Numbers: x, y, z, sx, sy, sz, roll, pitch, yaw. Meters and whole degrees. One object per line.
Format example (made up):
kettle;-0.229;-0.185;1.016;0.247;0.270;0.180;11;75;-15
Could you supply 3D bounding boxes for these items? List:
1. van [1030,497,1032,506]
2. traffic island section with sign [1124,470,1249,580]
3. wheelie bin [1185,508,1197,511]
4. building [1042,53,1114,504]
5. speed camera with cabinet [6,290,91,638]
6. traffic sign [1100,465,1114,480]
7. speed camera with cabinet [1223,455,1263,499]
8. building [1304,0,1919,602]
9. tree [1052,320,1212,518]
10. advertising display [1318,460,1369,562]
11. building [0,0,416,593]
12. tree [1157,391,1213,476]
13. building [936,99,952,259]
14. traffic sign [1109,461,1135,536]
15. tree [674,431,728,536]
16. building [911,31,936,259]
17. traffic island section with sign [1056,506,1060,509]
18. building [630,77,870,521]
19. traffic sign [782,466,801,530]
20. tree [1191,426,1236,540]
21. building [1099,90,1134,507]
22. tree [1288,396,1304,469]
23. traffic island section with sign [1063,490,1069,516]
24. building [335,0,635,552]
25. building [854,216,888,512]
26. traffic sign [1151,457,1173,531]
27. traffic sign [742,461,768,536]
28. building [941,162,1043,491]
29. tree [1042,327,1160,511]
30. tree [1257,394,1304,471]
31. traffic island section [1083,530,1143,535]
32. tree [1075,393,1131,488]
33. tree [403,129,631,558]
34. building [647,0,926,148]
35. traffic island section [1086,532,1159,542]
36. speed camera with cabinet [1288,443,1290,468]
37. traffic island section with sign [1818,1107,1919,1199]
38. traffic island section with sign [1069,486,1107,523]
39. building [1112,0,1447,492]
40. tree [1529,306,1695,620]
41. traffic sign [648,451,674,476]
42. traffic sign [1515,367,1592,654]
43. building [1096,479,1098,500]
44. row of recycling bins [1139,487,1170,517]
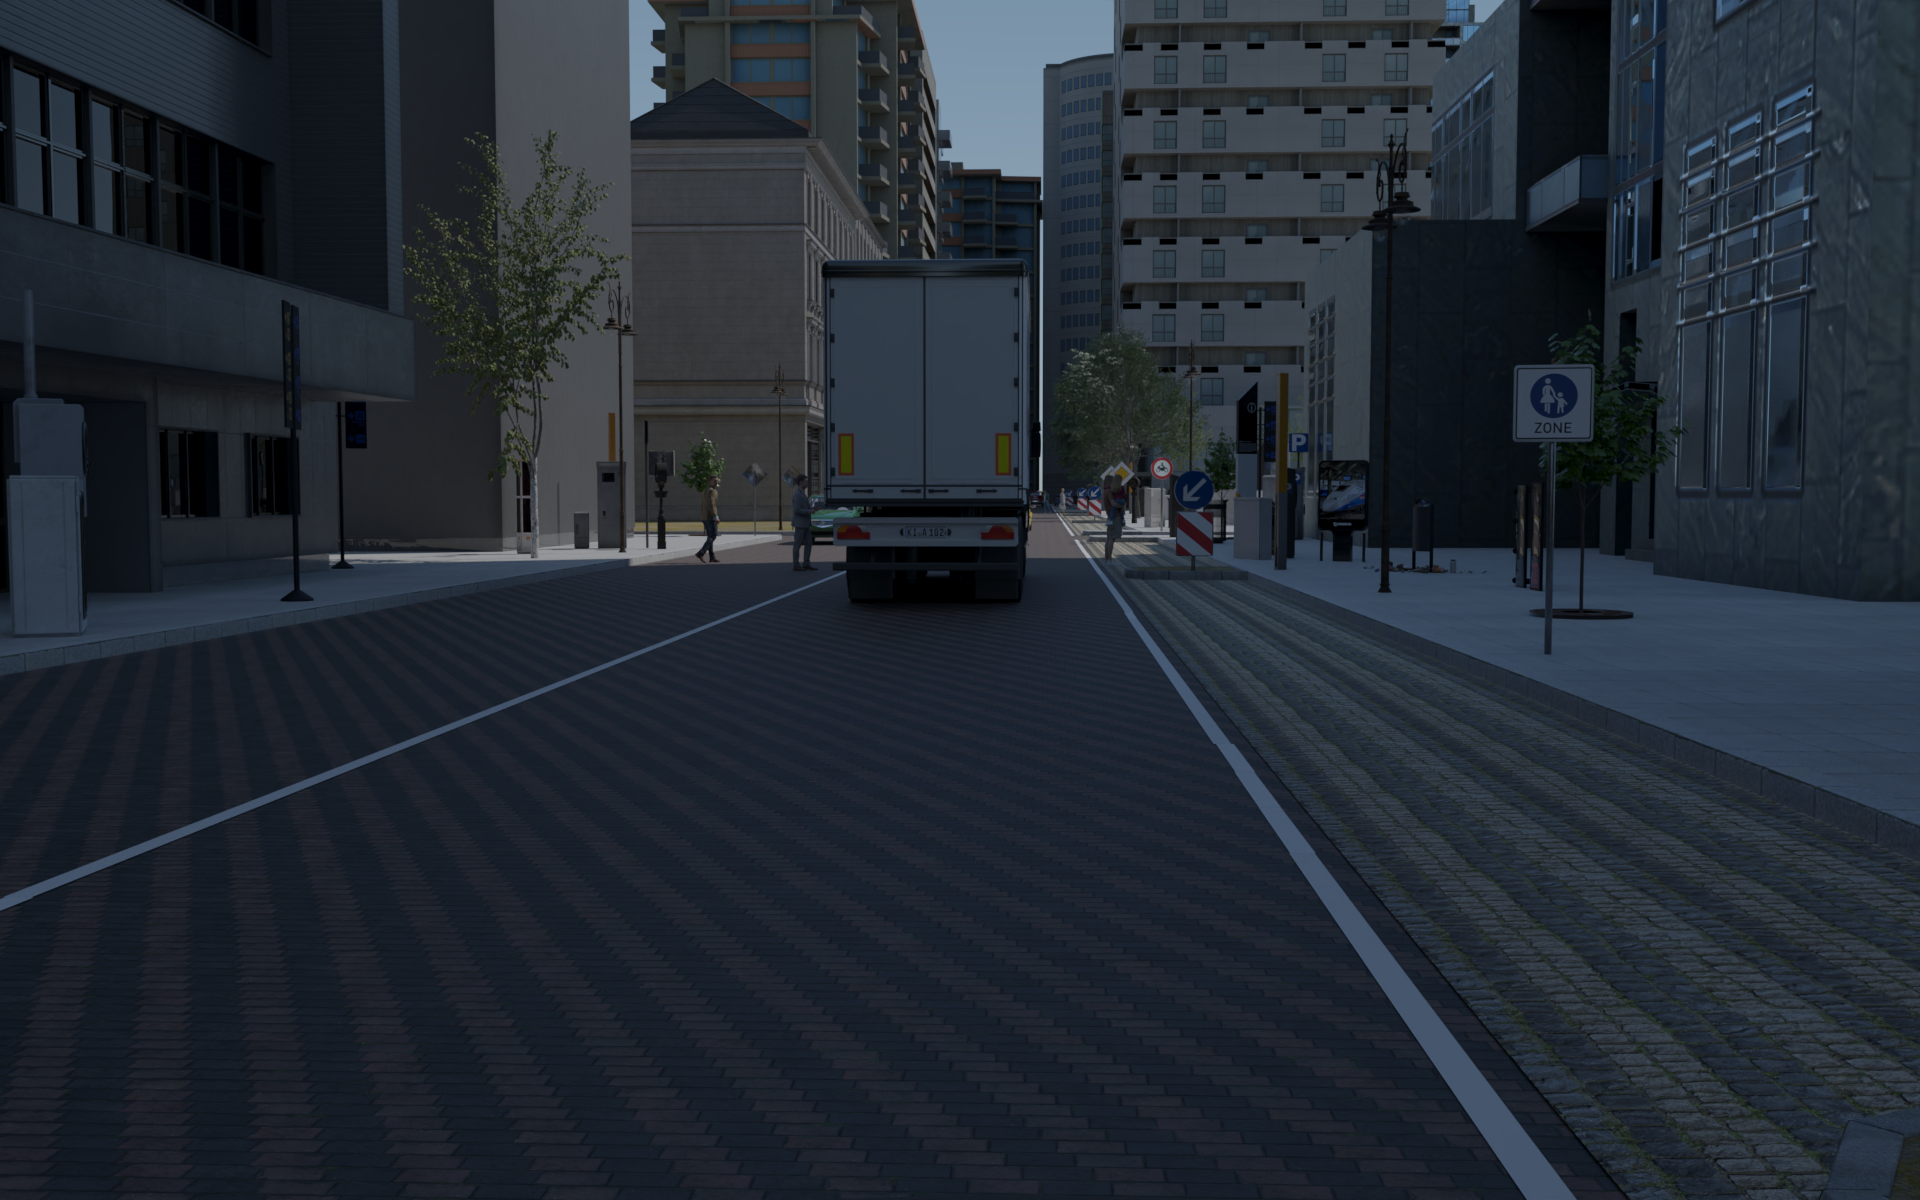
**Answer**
van;4.936;-8.283;142.441;2.013;2.044;4.112;0;4;4
traffic island section with sign;3.826;-1.282;29.589;1.989;1.847;2.006;0;4;3
wheelie bin;17.874;-7.752;134.659;0.693;1.594;0.980;-2;4;-29
building;25.042;-42.006;228.793;28.212;58.520;21.231;0;4;3
speed camera with cabinet;-8.581;-1.345;16.325;0.660;3.252;2.038;-2;4;-24
traffic sign;5.282;-3.476;60.470;0.795;2.450;0.064;0;4;3
speed camera with cabinet;12.890;-5.113;77.929;2.038;3.252;0.660;2;4;35
building;20.598;-44.056;32.991;22.319;86.520;31.000;0;4;3
tree;9.404;-9.663;92.403;8.767;10.594;7.601;-1;4;-21
advertising display;7.277;-1.693;32.896;0.974;1.923;0.123;2;4;34
building;-16.644;-11.910;13.792;14.314;24.678;30.058;0;4;3
tree;15.000;-10.183;116.855;4.737;8.622;4.395;0;3;0
building;-16.348;-35.531;200.533;30.456;49.044;23.786;0;4;3
traffic sign;4.899;-2.988;52.494;0.795;2.450;0.064;0;4;3
tree;-7.976;-3.576;53.062;1.663;3.219;1.824;0;3;0
building;-13.682;-33.772;175.870;21.300;48.544;21.600;0;4;3
traffic island section with sign;10.189;-9.407;162.435;1.989;1.847;2.006;0;4;3
building;-11.515;-14.132;81.970;10.553;20.767;40.483;0;4;3
traffic sign;-5.899;-3.510;61.024;0.795;2.450;0.064;0;4;3
tree;7.308;-3.332;49.078;1.663;3.219;1.824;0;3;0
building;21.391;-30.281;178.695;14.154;41.232;14.086;0;4;3
tree;24.655;-10.552;122.888;4.737;8.622;4.395;0;3;0
traffic island section with sign;7.777;-6.325;112.041;1.989;1.847;2.006;0;4;3
building;-21.680;-15.391;45.154;24.014;27.812;14.314;0;4;3
building;-10.371;-16.100;112.381;9.793;20.994;18.267;0;4;3
traffic sign;6.966;-3.649;59.769;0.768;2.556;0.104;0;4;5
traffic sign;-6.281;-3.022;53.048;0.795;2.450;0.064;0;4;3
building;-3.428;-35.273;231.340;28.867;44.769;22.147;0;4;3
tree;10.769;-13.856;133.203;9.857;13.997;8.962;0;3;0
tree;22.678;-10.874;128.151;4.360;8.622;3.978;0;3;0
traffic island section;5.305;-2.340;60.546;2.009;0.180;2.903;0;4;3
tree;10.420;-10.472;121.575;4.360;8.622;3.978;0;3;0
tree;-8.729;-5.134;34.307;4.737;8.622;4.395;0;3;0
building;-14.485;-30.333;150.575;22.147;44.769;28.867;0;4;3
traffic island section;4.923;-1.853;52.570;2.009;0.180;2.903;0;4;3
speed camera with cabinet;13.246;-4.417;66.557;0.660;3.252;2.038;-2;4;-34
traffic island section with sign;2.537;0.365;2.665;1.989;1.847;2.006;0;4;3
traffic island section with sign;6.502;-4.678;85.115;1.989;1.847;2.006;0;4;3
building;27.778;-34.717;156.863;28.713;52.752;27.495;0;4;3
tree;6.424;-1.430;17.980;1.663;3.219;1.824;0;3;0
traffic sign;-7.014;-2.359;40.696;0.606;2.300;0.079;0;4;4
traffic sign;4.704;-0.713;13.794;0.606;2.300;0.079;1;4;11
building;31.834;-30.910;197.253;32.217;40.220;23.993;0;4;3
row of recycling bins;11.578;-5.497;96.983;3.534;1.692;1.069;-1;4;-20
